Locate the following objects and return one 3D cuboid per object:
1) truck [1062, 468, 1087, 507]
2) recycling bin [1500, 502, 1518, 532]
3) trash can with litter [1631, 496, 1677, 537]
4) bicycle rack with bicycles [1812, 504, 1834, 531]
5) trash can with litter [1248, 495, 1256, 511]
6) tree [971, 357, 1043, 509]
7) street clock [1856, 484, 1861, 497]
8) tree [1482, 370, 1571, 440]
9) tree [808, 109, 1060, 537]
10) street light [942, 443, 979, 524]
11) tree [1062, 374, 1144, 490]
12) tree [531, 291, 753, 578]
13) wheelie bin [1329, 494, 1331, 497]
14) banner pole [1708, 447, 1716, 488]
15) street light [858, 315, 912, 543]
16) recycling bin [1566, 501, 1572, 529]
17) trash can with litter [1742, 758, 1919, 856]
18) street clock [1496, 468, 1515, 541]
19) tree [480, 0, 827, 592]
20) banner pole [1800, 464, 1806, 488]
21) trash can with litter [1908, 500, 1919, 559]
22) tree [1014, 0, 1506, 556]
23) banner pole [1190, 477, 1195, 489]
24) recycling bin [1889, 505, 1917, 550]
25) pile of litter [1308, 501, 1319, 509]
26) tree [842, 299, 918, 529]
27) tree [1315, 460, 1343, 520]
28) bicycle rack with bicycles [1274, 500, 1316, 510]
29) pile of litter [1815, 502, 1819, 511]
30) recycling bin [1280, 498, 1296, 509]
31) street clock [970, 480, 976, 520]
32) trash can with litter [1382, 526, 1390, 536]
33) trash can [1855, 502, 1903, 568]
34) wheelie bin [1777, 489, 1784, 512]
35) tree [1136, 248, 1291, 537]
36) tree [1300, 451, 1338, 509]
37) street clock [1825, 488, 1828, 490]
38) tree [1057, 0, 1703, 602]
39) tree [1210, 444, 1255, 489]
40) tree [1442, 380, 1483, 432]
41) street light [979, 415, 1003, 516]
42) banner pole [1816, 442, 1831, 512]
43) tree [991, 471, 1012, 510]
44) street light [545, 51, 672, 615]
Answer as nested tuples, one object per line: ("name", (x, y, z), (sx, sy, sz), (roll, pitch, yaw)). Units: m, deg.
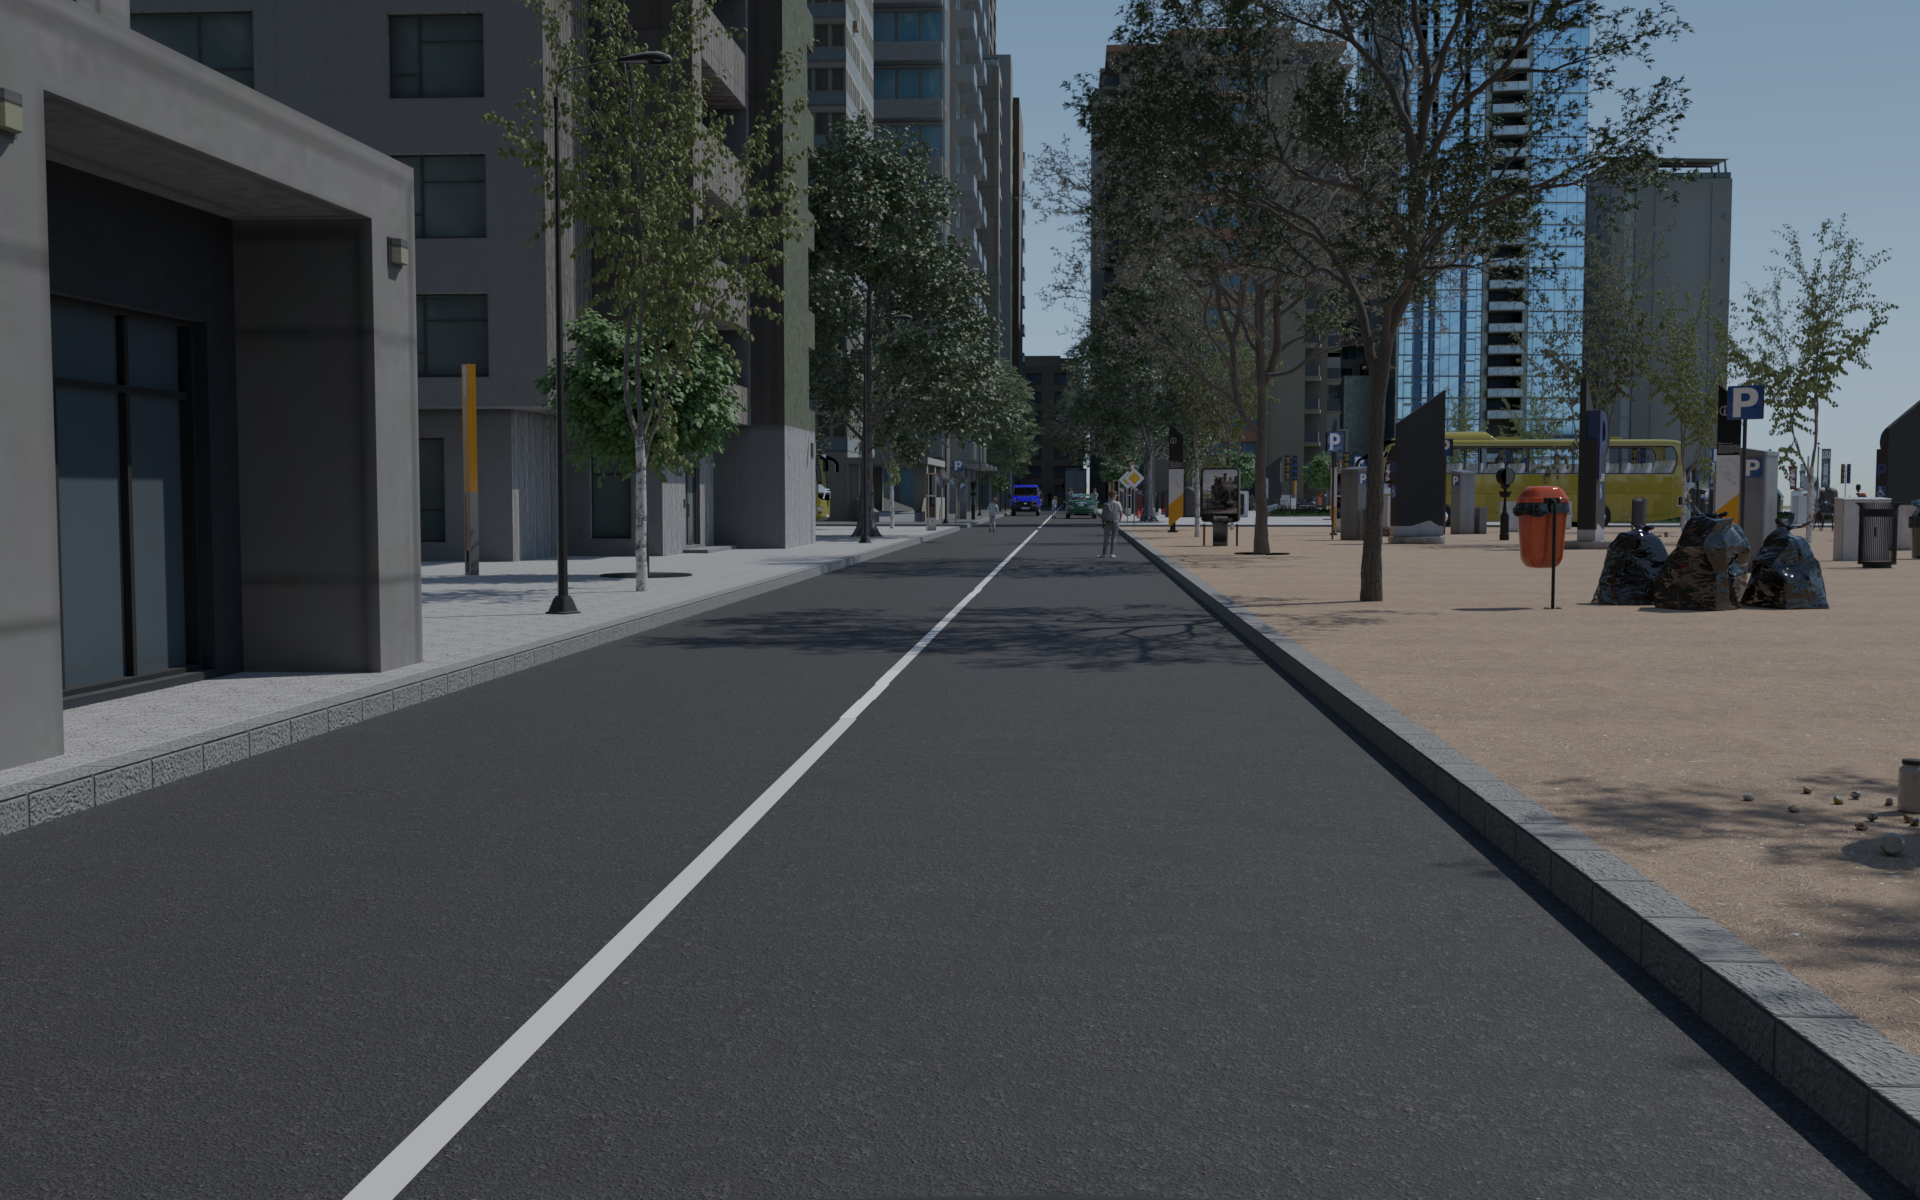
("truck", (12.871, -12.539, 193.926), (2.839, 4.237, 11.283), (0, 4, 3))
("recycling bin", (18.718, -2.816, 58.595), (0.722, 1.027, 0.722), (0, 4, 2))
("trash can with litter", (20.659, -2.487, 51.717), (2.233, 1.210, 1.678), (-1, 4, -22))
("bicycle rack with bicycles", (30.929, -2.853, 60.036), (2.852, 0.926, 2.925), (1, 4, 17))
("trash can with litter", (22.029, -7.329, 130.880), (1.678, 1.210, 2.233), (0, 4, -7))
("tree", (3.469, -13.810, 143.917), (7.486, 12.596, 7.792), (0, 3, 0))
("street clock", (65.614, -7.460, 126.546), (0.358, 2.002, 0.471), (1, 4, 12))
("tree", (33.444, -9.176, 100.389), (4.737, 8.622, 4.395), (0, 3, 0))
("tree", (-2.710, -8.251, 51.919), (9.611, 12.733, 9.660), (0, 3, 0))
("street light", (-0.068, -6.247, 74.672), (1.470, 5.913, 1.316), (0, 4, 4))
("tree", (12.111, -13.028, 138.767), (9.928, 11.665, 9.643), (0, 3, 0))
("tree", (-4.947, -2.650, 27.042), (4.285, 4.588, 4.351), (0, 3, 0))
("wheelie bin", (22.344, -5.788, 102.534), (0.980, 1.594, 0.693), (2, 4, 28))
("banner pole", (35.715, -5.618, 81.863), (0.863, 3.779, 0.401), (-1, 4, -22))
("street light", (-1.940, -4.435, 45.056), (1.470, 5.913, 1.316), (0, 4, 4))
("recycling bin", (21.746, -3.086, 63.008), (0.722, 1.027, 0.722), (-1, 4, -10))
("trash can with litter", (3.758, 0.300, 6.156), (1.678, 1.210, 2.233), (1, 4, 22))
("street clock", (15.060, -2.648, 47.871), (0.471, 2.002, 0.358), (-1, 4, -19))
("tree", (-3.965, -4.421, 22.652), (4.737, 8.622, 4.395), (0, 3, 0))
("banner pole", (61.629, -8.341, 126.388), (0.863, 3.779, 0.401), (-1, 4, -12))
("trash can with litter", (19.212, -1.384, 34.012), (0.624, 1.170, 1.055), (-2, 4, -27))
("tree", (6.233, -7.696, 36.193), (12.009, 13.543, 11.850), (0, 3, 0))
("banner pole", (19.287, -9.411, 143.883), (0.401, 3.779, 0.863), (-2, 4, -34))
("recycling bin", (21.718, -1.669, 39.835), (0.722, 1.027, 0.722), (3, 5, 41))
("pile of litter", (21.928, -5.700, 107.162), (1.176, 0.858, 1.719), (-3, 4, -37))
("tree", (-2.735, -6.947, 63.940), (4.737, 8.622, 4.395), (0, 3, 0))
("tree", (18.666, -5.588, 85.959), (1.663, 3.219, 1.824), (0, 3, 0))
("bicycle rack with bicycles", (19.828, -5.516, 103.575), (2.852, 0.926, 2.925), (3, 5, 45))
("pile of litter", (51.119, -5.515, 104.127), (1.176, 0.858, 1.719), (3, 5, 42))
("recycling bin", (20.608, -5.888, 108.821), (0.722, 1.027, 0.722), (-3, 5, -44))
("street clock", (0.661, -5.016, 86.584), (0.358, 2.002, 0.471), (0, 4, 7))
("trash can with litter", (13.169, -2.513, 52.478), (0.624, 1.170, 1.055), (-3, 5, -45))
("trash can", (15.971, -1.130, 30.134), (0.748, 1.137, 0.748), (0, 3, 0))
("wheelie bin", (47.396, -5.666, 100.550), (0.693, 1.594, 0.980), (3, 5, 41))
("tree", (7.278, -6.172, 51.270), (4.360, 8.622, 3.978), (0, 3, 0))
("tree", (26.799, -8.783, 127.315), (4.285, 4.588, 4.351), (0, 3, 0))
("street clock", (62.708, -7.384, 125.300), (0.358, 2.002, 0.471), (1, 4, 14))
("tree", (4.717, -5.247, 20.196), (8.767, 10.594, 7.601), (2, 4, 35))
("tree", (17.830, -7.871, 112.406), (4.285, 4.588, 4.351), (0, 3, 0))
("tree", (32.359, -9.925, 112.633), (4.737, 8.622, 4.395), (0, 3, 0))
("street light", (1.704, -7.878, 101.349), (1.470, 5.913, 1.316), (0, 4, 4))
("banner pole", (41.698, -5.733, 83.757), (0.863, 3.779, 0.401), (0, 4, -2))
("tree", (3.354, -8.807, 138.598), (1.663, 3.219, 1.824), (0, 3, 0))
("street light", (-3.723, -2.804, 18.381), (1.470, 5.913, 1.316), (0, 4, 4))
